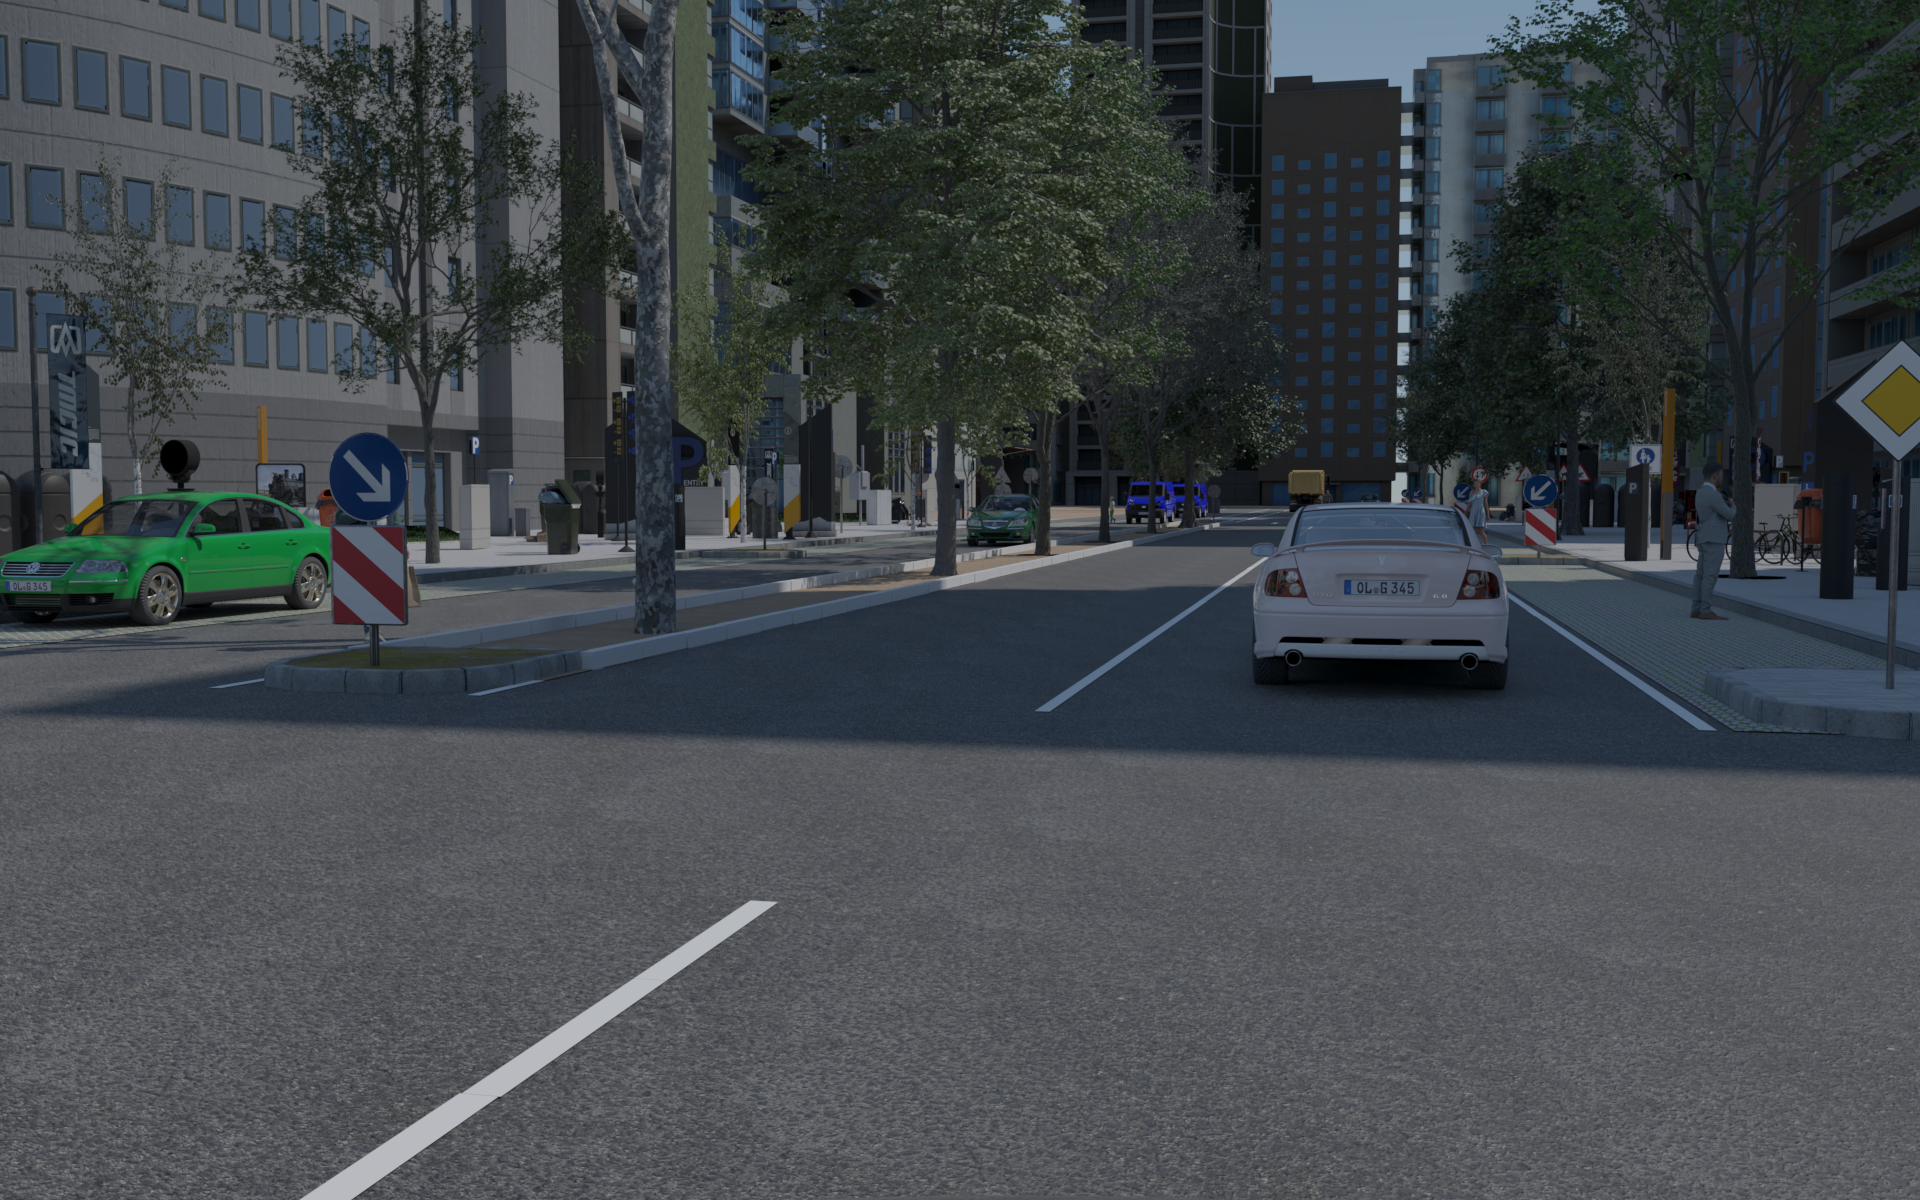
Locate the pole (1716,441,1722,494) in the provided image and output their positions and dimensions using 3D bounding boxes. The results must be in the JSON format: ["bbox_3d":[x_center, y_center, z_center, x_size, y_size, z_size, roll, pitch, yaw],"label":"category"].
[{"bbox_3d":[29.028,-4.431,66.289,0.158,3.312,0.155,0,3,0],"label":"pole"}]

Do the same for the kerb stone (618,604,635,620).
[{"bbox_3d":[-3.816,0.134,20.052,0.120,0.150,1.000,1,4,13],"label":"kerb stone"}]

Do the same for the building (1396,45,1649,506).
[{"bbox_3d":[62.865,-34.702,186.986,30.456,49.044,23.786,1,4,13],"label":"building"}]

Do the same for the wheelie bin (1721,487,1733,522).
[{"bbox_3d":[35.339,-4.408,79.985,0.980,1.594,0.693,-3,5,-43],"label":"wheelie bin"}]

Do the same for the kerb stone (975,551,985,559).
[{"bbox_3d":[0.332,-0.970,38.048,0.120,0.150,1.000,1,4,13],"label":"kerb stone"}]

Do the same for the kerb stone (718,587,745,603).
[{"bbox_3d":[-3.131,-0.050,23.053,0.120,0.150,1.000,1,4,13],"label":"kerb stone"}]

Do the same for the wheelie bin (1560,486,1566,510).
[{"bbox_3d":[24.492,-3.759,69.364,0.980,1.594,0.693,0,4,4],"label":"wheelie bin"}]

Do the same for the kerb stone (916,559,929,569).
[{"bbox_3d":[-0.816,-0.660,33.043,0.120,0.150,1.000,1,4,13],"label":"kerb stone"}]

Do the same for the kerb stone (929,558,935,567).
[{"bbox_3d":[-0.580,-0.725,34.047,0.120,0.150,1.000,1,4,13],"label":"kerb stone"}]

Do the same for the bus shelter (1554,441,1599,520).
[{"bbox_3d":[27.994,-5.384,79.319,1.731,3.624,6.357,1,4,13],"label":"bus shelter"}]

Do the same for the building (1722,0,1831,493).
[{"bbox_3d":[49.209,-26.934,90.487,14.600,45.320,14.200,1,4,13],"label":"building"}]

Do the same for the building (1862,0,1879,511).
[{"bbox_3d":[46.697,-26.933,64.058,21.300,48.544,21.600,1,4,13],"label":"building"}]

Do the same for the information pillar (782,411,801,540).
[{"bbox_3d":[-4.731,-3.503,48.635,0.504,3.616,0.183,1,4,18],"label":"information pillar"}]

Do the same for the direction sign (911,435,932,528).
[{"bbox_3d":[-1.484,-4.554,66.452,0.876,3.537,0.379,-2,4,-27],"label":"direction sign"}]

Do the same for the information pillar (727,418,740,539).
[{"bbox_3d":[-6.555,-3.595,50.138,0.183,3.616,0.504,2,4,26],"label":"information pillar"}]

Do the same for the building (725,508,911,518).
[{"bbox_3d":[-15.923,-48.654,108.166,22.319,86.520,31.000,1,4,13],"label":"building"}]

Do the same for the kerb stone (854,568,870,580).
[{"bbox_3d":[-1.743,-0.414,29.051,0.120,0.150,1.000,1,4,13],"label":"kerb stone"}]

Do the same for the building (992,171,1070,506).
[{"bbox_3d":[2.091,-35.251,200.050,21.600,48.544,21.300,1,4,13],"label":"building"}]

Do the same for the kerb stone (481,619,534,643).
[{"bbox_3d":[-4.510,0.315,17.048,0.120,0.150,1.000,1,4,13],"label":"kerb stone"}]

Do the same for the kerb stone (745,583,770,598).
[{"bbox_3d":[-2.890,-0.109,24.046,0.120,0.150,1.000,1,4,13],"label":"kerb stone"}]

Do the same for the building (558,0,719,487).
[{"bbox_3d":[-20.388,-24.247,80.034,14.154,41.232,14.086,1,4,13],"label":"building"}]

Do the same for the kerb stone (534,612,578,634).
[{"bbox_3d":[-4.287,0.254,18.045,0.120,0.150,1.000,1,4,13],"label":"kerb stone"}]

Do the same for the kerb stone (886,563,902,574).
[{"bbox_3d":[-1.277,-0.541,31.047,0.120,0.150,1.000,1,4,13],"label":"kerb stone"}]

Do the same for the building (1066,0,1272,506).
[{"bbox_3d":[23.857,-46.221,193.963,20.611,71.187,20.563,1,4,13],"label":"building"}]

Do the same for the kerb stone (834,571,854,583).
[{"bbox_3d":[-1.962,-0.358,28.047,0.120,0.150,1.000,1,4,13],"label":"kerb stone"}]

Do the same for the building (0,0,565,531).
[{"bbox_3d":[-28.060,-31.157,51.414,21.231,58.520,28.212,1,4,13],"label":"building"}]

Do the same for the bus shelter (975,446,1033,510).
[{"bbox_3d":[2.251,-5.840,86.768,1.731,3.624,6.357,1,4,13],"label":"bus shelter"}]

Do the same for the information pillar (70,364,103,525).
[{"bbox_3d":[-14.143,-2.240,27.984,0.183,3.616,0.504,3,4,39],"label":"information pillar"}]

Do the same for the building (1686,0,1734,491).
[{"bbox_3d":[51.702,-25.745,104.525,14.154,41.232,14.086,1,4,13],"label":"building"}]

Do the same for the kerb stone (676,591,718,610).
[{"bbox_3d":[-3.355,0.013,22.051,0.120,0.150,1.000,1,4,13],"label":"kerb stone"}]

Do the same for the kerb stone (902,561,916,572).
[{"bbox_3d":[-1.053,-0.601,32.047,0.120,0.150,1.000,1,4,13],"label":"kerb stone"}]

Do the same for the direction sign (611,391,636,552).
[{"bbox_3d":[-7.384,-2.828,38.242,0.876,3.537,0.379,3,5,42],"label":"direction sign"}]

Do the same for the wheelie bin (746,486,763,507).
[{"bbox_3d":[-8.083,-3.660,67.744,0.693,1.594,0.980,-3,5,-40],"label":"wheelie bin"}]

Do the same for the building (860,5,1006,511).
[{"bbox_3d":[-11.602,-33.781,141.562,27.495,52.752,28.713,1,4,13],"label":"building"}]

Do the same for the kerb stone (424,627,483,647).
[{"bbox_3d":[-4.742,0.379,16.041,0.120,0.150,1.000,1,4,13],"label":"kerb stone"}]

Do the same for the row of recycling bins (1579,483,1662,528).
[{"bbox_3d":[25.284,-3.642,66.662,3.534,1.692,1.069,1,4,22],"label":"row of recycling bins"}]

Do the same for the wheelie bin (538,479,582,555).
[{"bbox_3d":[-8.470,-1.765,36.766,0.693,1.594,0.980,0,4,7],"label":"wheelie bin"}]

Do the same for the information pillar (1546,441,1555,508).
[{"bbox_3d":[20.599,-4.226,60.447,0.183,3.616,0.504,3,5,44],"label":"information pillar"}]

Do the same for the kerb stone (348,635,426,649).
[{"bbox_3d":[-4.974,0.440,15.031,0.120,0.150,1.000,1,4,13],"label":"kerb stone"}]

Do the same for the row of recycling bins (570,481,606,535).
[{"bbox_3d":[-12.145,-3.017,56.442,1.069,1.692,3.534,-2,4,-24],"label":"row of recycling bins"}]

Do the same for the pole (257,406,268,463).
[{"bbox_3d":[-16.243,-2.846,40.371,0.158,3.312,0.155,0,3,0],"label":"pole"}]

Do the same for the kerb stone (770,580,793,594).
[{"bbox_3d":[-2.666,-0.174,25.043,0.120,0.150,1.000,1,4,13],"label":"kerb stone"}]

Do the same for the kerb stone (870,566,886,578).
[{"bbox_3d":[-1.513,-0.481,30.052,0.120,0.150,1.000,1,4,13],"label":"kerb stone"}]

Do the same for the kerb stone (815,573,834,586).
[{"bbox_3d":[-2.209,-0.296,27.044,0.120,0.150,1.000,1,4,13],"label":"kerb stone"}]

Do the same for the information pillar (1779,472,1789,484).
[{"bbox_3d":[26.993,-3.198,56.782,0.304,2.012,0.304,2,4,27],"label":"information pillar"}]

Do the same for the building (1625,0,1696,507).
[{"bbox_3d":[63.719,-32.715,124.132,28.713,52.752,27.495,1,4,13],"label":"building"}]

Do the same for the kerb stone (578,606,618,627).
[{"bbox_3d":[-4.049,0.196,19.044,0.120,0.150,1.000,1,4,13],"label":"kerb stone"}]

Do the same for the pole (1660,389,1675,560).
[{"bbox_3d":[13.748,-2.435,33.649,0.158,3.312,0.155,0,3,0],"label":"pole"}]

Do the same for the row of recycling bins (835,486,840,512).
[{"bbox_3d":[-6.274,-4.728,84.422,1.069,1.692,3.534,0,4,-2],"label":"row of recycling bins"}]

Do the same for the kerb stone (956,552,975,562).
[{"bbox_3d":[0.109,-0.908,37.051,0.120,0.150,1.000,1,4,13],"label":"kerb stone"}]

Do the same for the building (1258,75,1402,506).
[{"bbox_3d":[40.205,-32.911,188.197,14.200,45.320,14.600,1,4,13],"label":"building"}]

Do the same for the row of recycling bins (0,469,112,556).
[{"bbox_3d":[-15.349,-1.288,28.164,1.069,1.692,3.534,1,4,23],"label":"row of recycling bins"}]

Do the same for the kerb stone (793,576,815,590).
[{"bbox_3d":[-2.427,-0.235,26.041,0.120,0.150,1.000,1,4,13],"label":"kerb stone"}]
